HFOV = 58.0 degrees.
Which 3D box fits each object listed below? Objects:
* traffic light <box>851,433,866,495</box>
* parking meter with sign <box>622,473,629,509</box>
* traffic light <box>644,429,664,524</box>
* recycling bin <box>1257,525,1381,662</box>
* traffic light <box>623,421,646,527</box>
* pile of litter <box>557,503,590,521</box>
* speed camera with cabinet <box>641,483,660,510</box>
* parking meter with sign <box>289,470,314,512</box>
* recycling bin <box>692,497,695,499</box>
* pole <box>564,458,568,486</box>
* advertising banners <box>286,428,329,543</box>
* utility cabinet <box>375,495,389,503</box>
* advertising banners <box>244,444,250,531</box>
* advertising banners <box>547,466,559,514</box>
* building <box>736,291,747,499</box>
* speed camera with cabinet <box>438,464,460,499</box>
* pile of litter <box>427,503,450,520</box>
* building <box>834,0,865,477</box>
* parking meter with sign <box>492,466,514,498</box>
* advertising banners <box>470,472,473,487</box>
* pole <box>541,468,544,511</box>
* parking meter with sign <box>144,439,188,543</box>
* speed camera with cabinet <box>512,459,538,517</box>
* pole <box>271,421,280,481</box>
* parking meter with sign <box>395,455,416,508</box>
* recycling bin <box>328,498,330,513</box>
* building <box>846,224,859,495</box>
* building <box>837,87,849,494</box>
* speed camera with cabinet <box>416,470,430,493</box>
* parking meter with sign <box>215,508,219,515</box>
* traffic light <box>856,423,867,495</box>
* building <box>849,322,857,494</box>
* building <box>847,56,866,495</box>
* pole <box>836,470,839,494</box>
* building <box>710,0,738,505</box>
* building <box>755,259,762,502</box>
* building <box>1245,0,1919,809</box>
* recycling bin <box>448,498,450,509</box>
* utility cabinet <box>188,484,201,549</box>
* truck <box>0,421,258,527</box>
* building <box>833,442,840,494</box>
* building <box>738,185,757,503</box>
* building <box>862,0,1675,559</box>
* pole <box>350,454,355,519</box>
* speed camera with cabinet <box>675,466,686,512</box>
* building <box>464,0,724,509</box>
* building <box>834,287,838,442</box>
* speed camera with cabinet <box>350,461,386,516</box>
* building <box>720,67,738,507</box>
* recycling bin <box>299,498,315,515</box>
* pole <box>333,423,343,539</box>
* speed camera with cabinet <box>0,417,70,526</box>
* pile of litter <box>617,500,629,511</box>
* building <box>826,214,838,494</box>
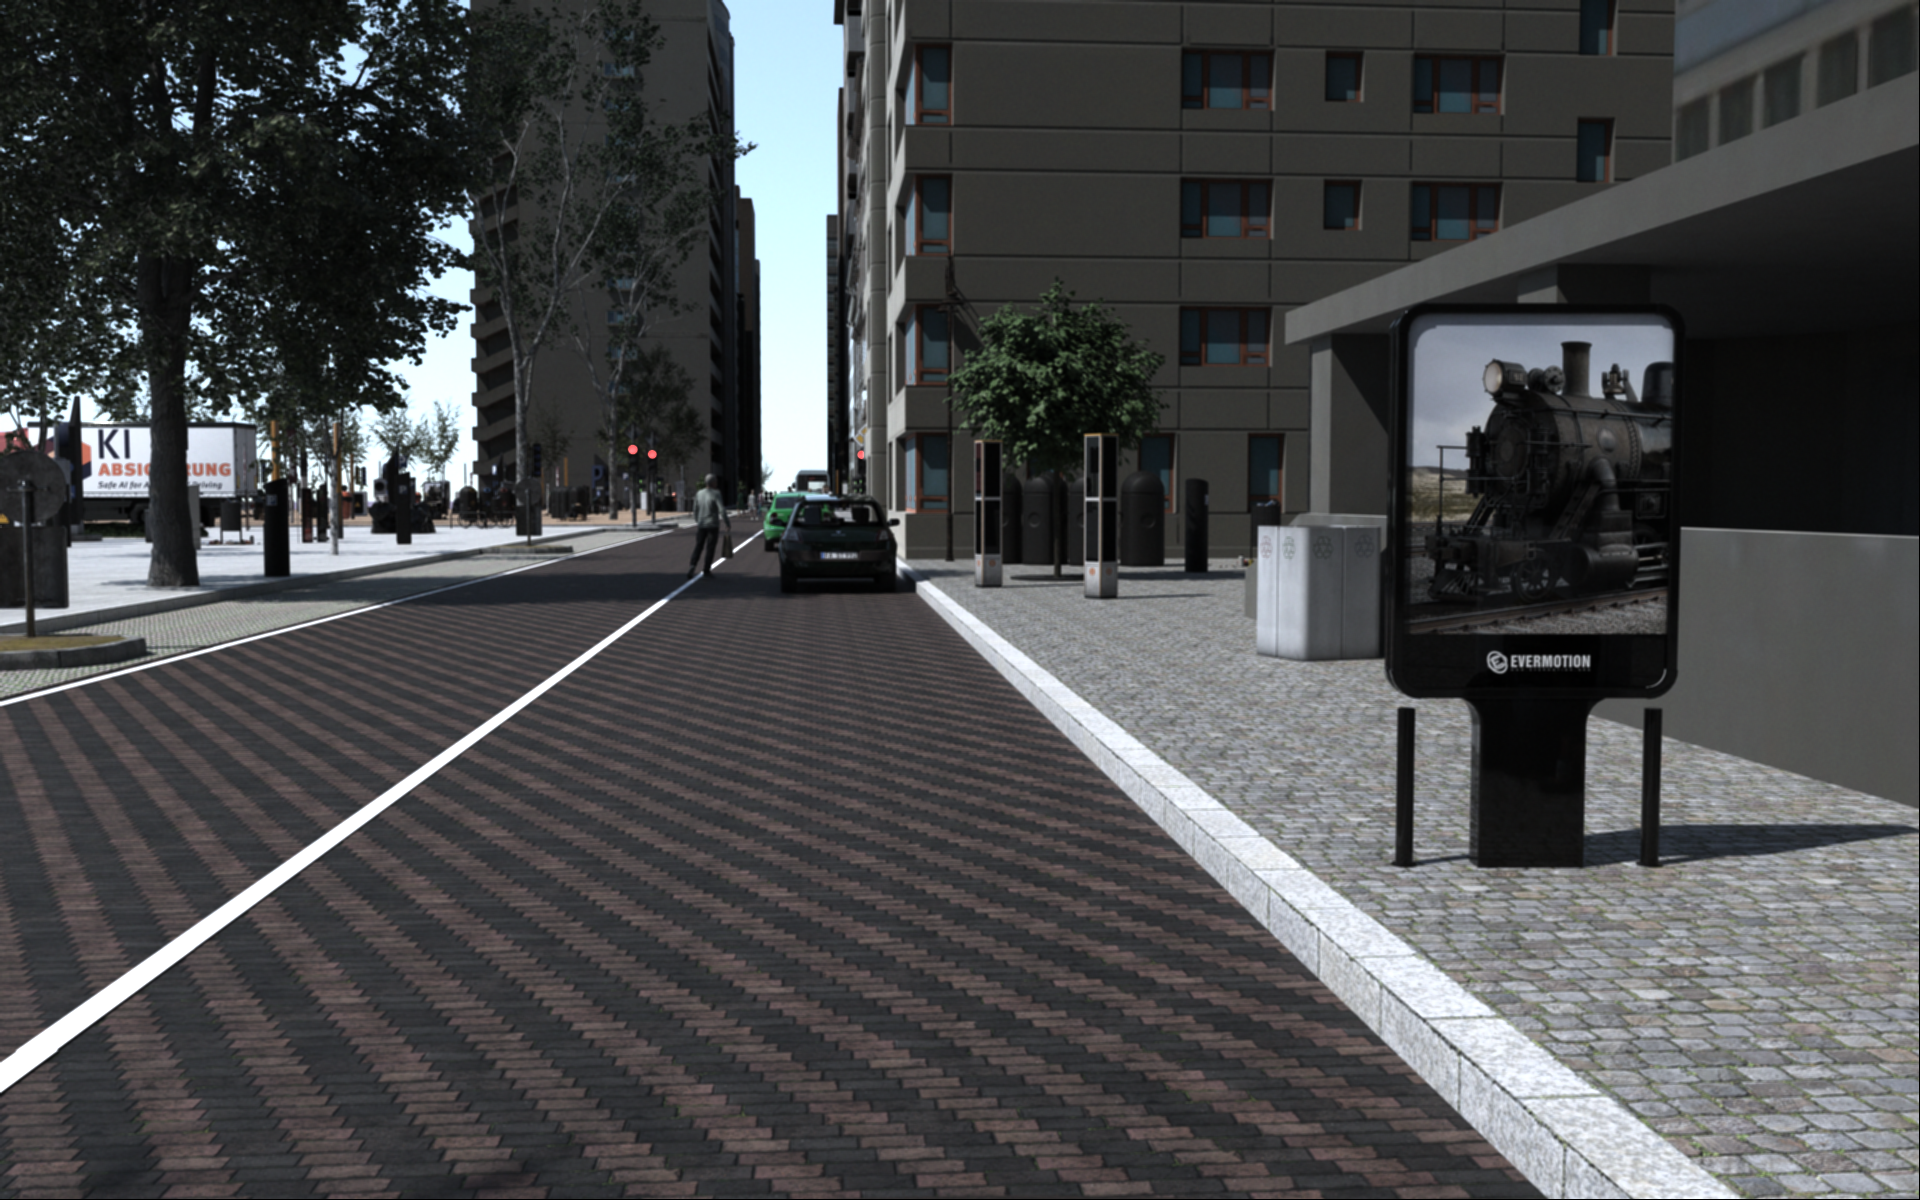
[{"bbox_3d":[-4.286,-5.275,75.171,0.839,4.253,0.868,0,4,-5],"label":"traffic light"},{"bbox_3d":[-27.491,-8.952,142.625,0.543,3.016,1.738,-1,4,-12],"label":"parking meter with sign"},{"bbox_3d":[-13.165,-5.229,74.408,0.839,4.253,0.868,0,4,-5],"label":"traffic light"},{"bbox_3d":[2.820,-0.067,13.652,0.722,1.027,0.722,-1,4,-20],"label":"recycling bin"},{"bbox_3d":[-12.493,-4.742,66.451,0.839,4.253,0.868,0,4,-5],"label":"traffic light"},{"bbox_3d":[-18.251,-4.176,82.248,1.719,0.858,1.176,1,4,18],"label":"pile of litter"},{"bbox_3d":[-24.675,-8.785,137.968,0.660,3.252,2.038,1,4,20],"label":"speed camera with cabinet"},{"bbox_3d":[-48.267,-7.987,126.855,1.738,3.016,0.543,-2,4,-28],"label":"parking meter with sign"},{"bbox_3d":[-21.366,-7.718,138.746,0.722,1.027,0.722,-1,4,-10],"label":"recycling bin"},{"bbox_3d":[-21.948,-6.283,96.564,0.158,3.312,0.155,0,3,0],"label":"pole"},{"bbox_3d":[-17.232,-3.028,45.703,0.090,3.025,2.074,1,4,8],"label":"advertising banners"},{"bbox_3d":[-31.990,-5.177,95.809,1.020,1.237,0.306,3,5,43],"label":"utility cabinet"},{"bbox_3d":[-25.014,-3.946,60.709,0.090,3.025,2.074,-1,4,-19],"label":"advertising banners"},{"bbox_3d":[-25.877,-6.977,110.254,0.090,3.025,2.074,-2,4,-33],"label":"advertising banners"},{"bbox_3d":[-36.895,-28.592,239.176,14.160,30.474,14.107,0,4,-5],"label":"building"},{"bbox_3d":[-33.423,-7.358,114.632,2.038,3.252,0.660,0,4,-7],"label":"speed camera with cabinet"},{"bbox_3d":[-26.183,-4.403,85.950,1.719,0.858,1.176,2,4,24],"label":"pile of litter"},{"bbox_3d":[2.415,-35.381,167.716,28.713,52.752,27.495,0,4,-5],"label":"building"},{"bbox_3d":[-27.955,-6.775,107.033,1.738,3.016,0.543,-3,5,-42],"label":"parking meter with sign"},{"bbox_3d":[-39.921,-8.821,140.410,0.090,3.025,2.074,-3,4,-39],"label":"advertising banners"},{"bbox_3d":[-32.295,-8.573,134.015,0.158,3.312,0.155,0,3,0],"label":"pole"},{"bbox_3d":[-21.324,-3.071,46.479,0.543,3.016,1.738,0,4,-1],"label":"parking meter with sign"},{"bbox_3d":[-24.612,-6.261,96.711,2.038,3.252,0.660,-2,4,-30],"label":"speed camera with cabinet"},{"bbox_3d":[-19.042,-3.327,48.241,0.158,3.312,0.155,0,3,0],"label":"pole"},{"bbox_3d":[-24.592,-4.951,77.204,0.543,3.016,1.738,-3,4,-38],"label":"parking meter with sign"},{"bbox_3d":[-42.714,-6.394,117.092,0.722,1.027,0.722,-3,4,-38],"label":"recycling bin"},{"bbox_3d":[-1.140,-17.138,122.003,13.314,21.916,24.055,0,4,-5],"label":"building"},{"bbox_3d":[-6.257,-32.906,188.126,14.600,45.320,14.200,0,4,-5],"label":"building"},{"bbox_3d":[-42.485,-8.684,136.322,2.038,3.252,0.660,-1,4,-21],"label":"speed camera with cabinet"},{"bbox_3d":[-42.431,-6.262,98.649,0.543,3.016,1.738,-1,4,-21],"label":"parking meter with sign"},{"bbox_3d":[-3.614,-4.789,67.215,0.839,4.253,0.868,0,4,-5],"label":"traffic light"},{"bbox_3d":[-3.738,-17.589,142.324,10.420,20.320,16.860,0,4,-5],"label":"building"},{"bbox_3d":[0.175,-18.352,97.326,12.463,27.353,25.104,0,4,-5],"label":"building"},{"bbox_3d":[-10.278,-9.273,145.459,0.158,3.312,0.155,0,3,0],"label":"pole"},{"bbox_3d":[-36.921,-40.167,198.729,21.231,58.520,28.212,0,4,-5],"label":"building"},{"bbox_3d":[-40.890,-37.255,292.713,14.154,41.232,14.086,0,4,-5],"label":"building"},{"bbox_3d":[19.608,-19.537,11.309,32.217,40.220,23.993,0,4,-5],"label":"building"},{"bbox_3d":[-43.090,-8.091,144.838,0.722,1.027,0.722,-2,4,-35],"label":"recycling bin"},{"bbox_3d":[-17.921,-1.901,39.760,1.173,1.500,0.318,2,4,35],"label":"utility cabinet"},{"bbox_3d":[-33.761,-4.847,68.162,11.283,4.237,2.839,0,4,-3],"label":"truck"},{"bbox_3d":[-4.138,-54.863,209.685,22.319,86.520,31.000,0,4,-5],"label":"building"},{"bbox_3d":[-37.083,-36.933,253.959,14.600,45.320,14.200,0,4,-5],"label":"building"},{"bbox_3d":[11.495,-12.464,48.831,27.650,21.520,28.899,0,4,-5],"label":"building"},{"bbox_3d":[-30.952,-5.771,88.201,0.158,3.312,0.155,0,3,0],"label":"pole"},{"bbox_3d":[-19.752,-7.835,122.434,0.660,3.252,2.038,0,4,-5],"label":"speed camera with cabinet"},{"bbox_3d":[-33.231,-32.768,159.455,21.300,48.544,21.600,0,4,-5],"label":"building"},{"bbox_3d":[-10.541,-28.745,241.687,14.160,30.474,14.107,0,4,-5],"label":"building"},{"bbox_3d":[-34.833,-6.576,101.849,2.038,3.252,0.660,-1,4,-15],"label":"speed camera with cabinet"},{"bbox_3d":[-30.931,-32.311,178.394,14.600,45.320,14.200,0,4,-5],"label":"building"},{"bbox_3d":[-40.791,-5.849,108.183,0.722,1.027,0.722,1,4,16],"label":"recycling bin"},{"bbox_3d":[-17.853,-3.418,49.725,0.158,3.312,0.155,0,3,0],"label":"pole"},{"bbox_3d":[-23.829,-3.058,44.330,2.038,3.252,0.660,1,4,13],"label":"speed camera with cabinet"},{"bbox_3d":[-26.244,-7.357,134.252,1.176,0.858,1.719,0,4,3],"label":"pile of litter"},{"bbox_3d":[-12.576,-34.967,255.308,14.154,41.232,14.086,0,4,-5],"label":"building"}]
